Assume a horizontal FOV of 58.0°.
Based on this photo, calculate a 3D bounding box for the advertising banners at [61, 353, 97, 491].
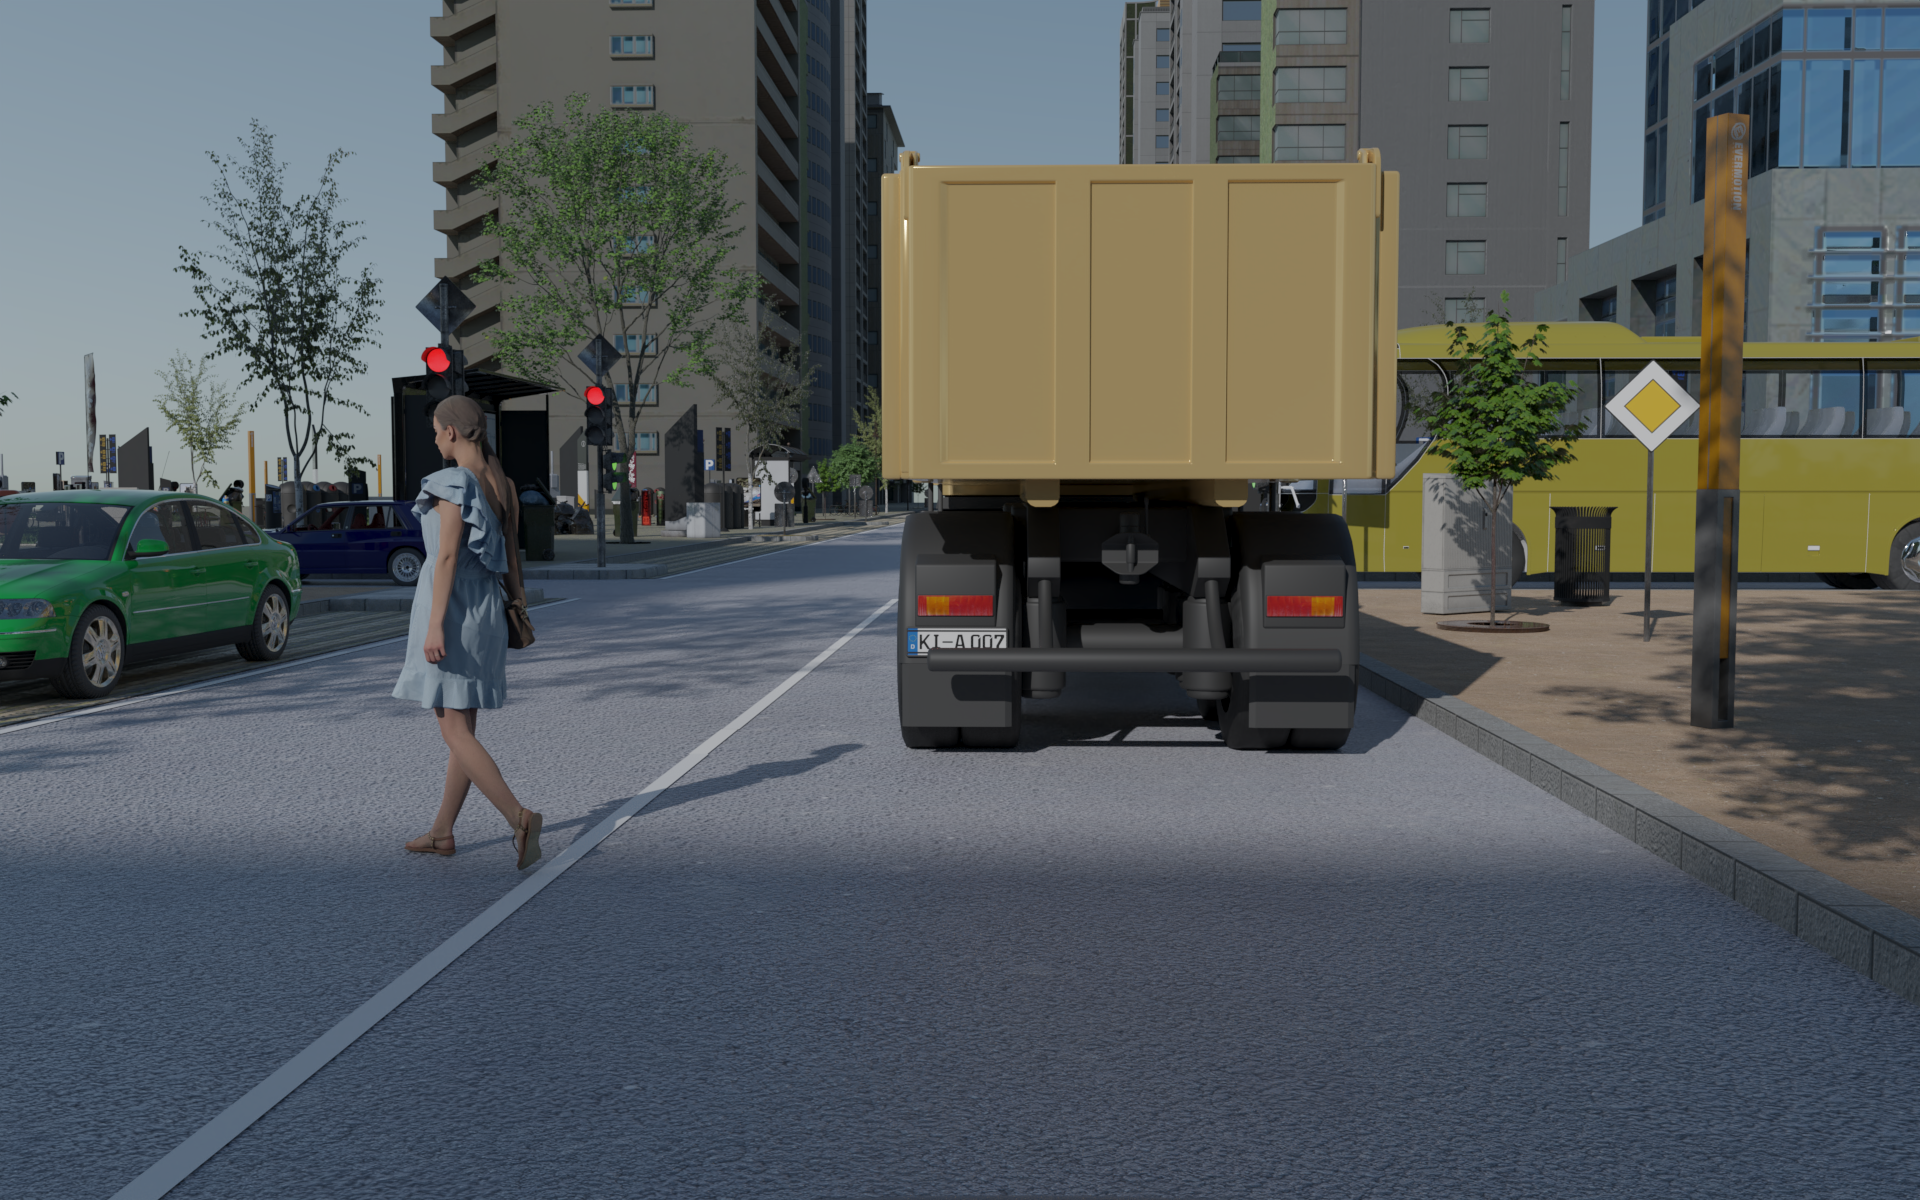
[{"bbox_3d":[-11.338,-1.597,22.302,0.090,3.025,2.074,-3,4,-37],"label":"advertising banners"}]

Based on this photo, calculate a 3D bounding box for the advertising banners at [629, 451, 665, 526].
[{"bbox_3d":[-12.669,-4.515,70.002,2.074,3.025,0.090,2,4,29],"label":"advertising banners"}]

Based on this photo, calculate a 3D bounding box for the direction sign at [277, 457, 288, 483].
[{"bbox_3d":[-41.459,-6.974,106.028,0.876,3.537,0.379,2,4,31],"label":"direction sign"}]

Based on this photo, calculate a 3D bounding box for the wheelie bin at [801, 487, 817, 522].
[{"bbox_3d":[-6.943,-4.370,79.357,0.693,1.594,0.980,-1,4,-15],"label":"wheelie bin"}]

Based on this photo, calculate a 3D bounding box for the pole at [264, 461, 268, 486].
[{"bbox_3d":[-42.477,-6.863,106.053,0.158,3.312,0.155,0,3,0],"label":"pole"}]

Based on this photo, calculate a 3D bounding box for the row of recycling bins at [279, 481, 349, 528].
[{"bbox_3d":[-20.702,-2.972,55.697,1.069,1.692,3.534,1,4,13],"label":"row of recycling bins"}]

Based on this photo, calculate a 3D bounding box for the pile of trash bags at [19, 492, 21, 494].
[{"bbox_3d":[-18.717,-1.660,36.895,3.447,1.369,1.912,-1,4,-13],"label":"pile of trash bags"}]

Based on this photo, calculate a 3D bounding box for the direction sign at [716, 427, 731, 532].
[{"bbox_3d":[-8.043,-4.095,58.954,0.379,3.537,0.876,2,4,26],"label":"direction sign"}]

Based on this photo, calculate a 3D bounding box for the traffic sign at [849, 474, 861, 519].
[{"bbox_3d":[-5.486,-5.405,90.494,0.606,2.300,0.079,1,4,9],"label":"traffic sign"}]

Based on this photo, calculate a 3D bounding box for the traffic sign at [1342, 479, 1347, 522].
[{"bbox_3d":[5.038,-1.258,22.706,0.606,2.300,0.079,1,4,12],"label":"traffic sign"}]

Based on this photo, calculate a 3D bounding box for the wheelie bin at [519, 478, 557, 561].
[{"bbox_3d":[-8.120,-1.557,33.365,0.693,1.594,0.980,-1,4,-13],"label":"wheelie bin"}]

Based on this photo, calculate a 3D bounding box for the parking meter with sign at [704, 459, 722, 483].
[{"bbox_3d":[-12.375,-5.598,87.784,0.543,3.016,1.738,1,4,13],"label":"parking meter with sign"}]

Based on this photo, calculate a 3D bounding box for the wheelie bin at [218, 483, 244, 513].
[{"bbox_3d":[-20.593,-2.511,48.957,0.693,1.594,0.980,-2,4,-23],"label":"wheelie bin"}]

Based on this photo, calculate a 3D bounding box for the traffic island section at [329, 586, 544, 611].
[{"bbox_3d":[-6.639,-0.011,22.457,2.009,0.180,2.903,0,4,2],"label":"traffic island section"}]

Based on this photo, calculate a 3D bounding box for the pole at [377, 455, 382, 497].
[{"bbox_3d":[-29.918,-5.840,89.327,0.158,3.312,0.155,0,3,0],"label":"pole"}]

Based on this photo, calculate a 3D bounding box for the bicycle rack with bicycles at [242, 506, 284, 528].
[{"bbox_3d":[-21.351,-2.334,51.538,2.852,0.926,2.925,-2,4,-31],"label":"bicycle rack with bicycles"}]

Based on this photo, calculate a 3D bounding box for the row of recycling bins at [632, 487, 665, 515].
[{"bbox_3d":[-18.647,-6.006,105.305,3.534,1.692,1.069,1,4,19],"label":"row of recycling bins"}]

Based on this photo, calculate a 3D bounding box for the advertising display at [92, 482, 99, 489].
[{"bbox_3d":[-45.991,-5.311,92.042,0.123,1.923,0.974,0,4,-6],"label":"advertising display"}]

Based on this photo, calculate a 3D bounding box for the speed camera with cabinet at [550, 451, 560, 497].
[{"bbox_3d":[-18.559,-5.267,80.453,0.660,3.252,2.038,2,4,32],"label":"speed camera with cabinet"}]

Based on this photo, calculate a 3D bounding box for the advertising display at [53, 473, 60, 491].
[{"bbox_3d":[-27.910,-2.956,53.541,0.123,1.923,0.974,-1,4,-23],"label":"advertising display"}]

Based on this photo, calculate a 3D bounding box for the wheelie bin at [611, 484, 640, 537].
[{"bbox_3d":[-10.032,-2.697,52.007,0.693,1.594,0.980,-3,5,-39],"label":"wheelie bin"}]

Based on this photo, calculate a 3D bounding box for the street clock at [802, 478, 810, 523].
[{"bbox_3d":[-6.801,-4.388,76.309,0.358,2.002,0.471,1,4,9],"label":"street clock"}]

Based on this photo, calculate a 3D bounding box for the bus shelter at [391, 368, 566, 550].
[{"bbox_3d":[-9.741,-2.708,35.553,1.731,3.624,6.357,0,4,2],"label":"bus shelter"}]

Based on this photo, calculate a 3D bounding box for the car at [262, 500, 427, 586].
[{"bbox_3d":[-9.833,-0.926,27.727,3.894,1.354,1.945,0,4,3],"label":"car"}]

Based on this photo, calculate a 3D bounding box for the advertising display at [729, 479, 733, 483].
[{"bbox_3d":[-9.577,-4.126,72.676,0.123,1.923,0.974,-1,4,-14],"label":"advertising display"}]

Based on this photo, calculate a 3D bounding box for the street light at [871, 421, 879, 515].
[{"bbox_3d":[-5.192,-8.216,107.118,0.468,5.910,1.993,0,4,2],"label":"street light"}]

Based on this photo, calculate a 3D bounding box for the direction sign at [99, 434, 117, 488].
[{"bbox_3d":[-32.277,-4.506,65.674,0.876,3.537,0.379,2,4,26],"label":"direction sign"}]

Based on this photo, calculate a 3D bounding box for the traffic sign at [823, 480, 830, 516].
[{"bbox_3d":[-7.925,-6.132,100.372,0.768,2.556,0.104,1,4,8],"label":"traffic sign"}]

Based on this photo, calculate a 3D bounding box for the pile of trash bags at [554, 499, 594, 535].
[{"bbox_3d":[-13.350,-2.732,54.417,3.447,1.369,1.912,-2,4,-32],"label":"pile of trash bags"}]

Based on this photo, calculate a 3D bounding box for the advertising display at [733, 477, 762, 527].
[{"bbox_3d":[-8.201,-3.795,67.264,0.974,1.923,0.123,0,4,2],"label":"advertising display"}]

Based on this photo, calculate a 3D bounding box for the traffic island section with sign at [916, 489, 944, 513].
[{"bbox_3d":[-2.305,-7.436,130.201,1.989,1.847,2.006,0,4,2],"label":"traffic island section with sign"}]

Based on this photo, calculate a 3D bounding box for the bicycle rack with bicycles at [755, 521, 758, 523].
[{"bbox_3d":[-10.127,-3.812,75.708,2.925,0.926,2.852,-2,4,-28],"label":"bicycle rack with bicycles"}]

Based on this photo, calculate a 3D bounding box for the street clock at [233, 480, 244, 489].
[{"bbox_3d":[-36.193,-5.039,86.952,0.471,2.002,0.358,1,4,11],"label":"street clock"}]

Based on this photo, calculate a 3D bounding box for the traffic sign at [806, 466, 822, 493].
[{"bbox_3d":[-6.800,-4.902,80.147,0.884,2.594,0.081,1,4,11],"label":"traffic sign"}]

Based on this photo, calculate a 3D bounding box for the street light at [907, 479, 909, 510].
[{"bbox_3d":[-4.103,-9.994,136.194,0.468,5.910,1.993,0,4,2],"label":"street light"}]

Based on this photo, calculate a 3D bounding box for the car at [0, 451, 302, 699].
[{"bbox_3d":[-6.800,-0.287,13.486,1.959,1.807,4.718,0,4,2],"label":"car"}]

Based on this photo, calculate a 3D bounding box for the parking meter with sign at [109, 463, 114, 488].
[{"bbox_3d":[-47.927,-6.197,97.578,0.543,3.016,1.738,-1,4,-18],"label":"parking meter with sign"}]

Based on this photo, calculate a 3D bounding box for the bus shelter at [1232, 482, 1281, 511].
[{"bbox_3d":[6.557,-2.801,37.083,1.731,3.624,6.357,0,4,2],"label":"bus shelter"}]

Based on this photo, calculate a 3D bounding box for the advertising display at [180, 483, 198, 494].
[{"bbox_3d":[-45.363,-5.914,101.901,0.974,1.923,0.123,-1,4,-13],"label":"advertising display"}]

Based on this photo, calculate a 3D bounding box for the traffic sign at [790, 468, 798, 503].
[{"bbox_3d":[-8.204,-5.110,83.647,0.768,2.556,0.104,0,4,8],"label":"traffic sign"}]

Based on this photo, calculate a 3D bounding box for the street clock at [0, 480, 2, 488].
[{"bbox_3d":[-45.941,-4.773,82.603,0.471,2.002,0.358,0,4,4],"label":"street clock"}]

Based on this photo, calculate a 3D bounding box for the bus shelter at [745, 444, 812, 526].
[{"bbox_3d":[-7.519,-4.790,72.237,2.014,3.302,5.546,0,4,2],"label":"bus shelter"}]

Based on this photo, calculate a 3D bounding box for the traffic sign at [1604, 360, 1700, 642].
[{"bbox_3d":[5.959,-0.843,14.972,0.795,2.450,0.064,1,4,10],"label":"traffic sign"}]

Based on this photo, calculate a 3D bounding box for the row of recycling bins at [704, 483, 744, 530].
[{"bbox_3d":[-8.646,-3.444,63.428,1.069,1.692,3.534,1,4,8],"label":"row of recycling bins"}]

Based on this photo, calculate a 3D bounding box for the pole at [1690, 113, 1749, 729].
[{"bbox_3d":[4.143,-0.954,9.443,0.158,3.312,0.155,0,3,0],"label":"pole"}]

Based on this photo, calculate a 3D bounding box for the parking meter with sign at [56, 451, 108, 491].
[{"bbox_3d":[-36.040,-4.574,71.047,1.738,3.016,0.543,0,4,-1],"label":"parking meter with sign"}]

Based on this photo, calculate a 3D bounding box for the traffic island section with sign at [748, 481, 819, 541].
[{"bbox_3d":[-5.395,-2.728,53.234,1.989,1.847,2.006,0,4,2],"label":"traffic island section with sign"}]

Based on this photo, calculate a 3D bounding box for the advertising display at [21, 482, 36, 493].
[{"bbox_3d":[-48.547,-5.203,90.286,0.123,1.923,0.974,0,4,7],"label":"advertising display"}]

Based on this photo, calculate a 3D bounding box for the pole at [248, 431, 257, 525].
[{"bbox_3d":[-22.852,-3.796,55.907,0.158,3.312,0.155,0,3,0],"label":"pole"}]

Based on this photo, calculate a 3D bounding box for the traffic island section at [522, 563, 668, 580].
[{"bbox_3d":[-6.317,-0.499,30.435,2.009,0.180,2.903,0,4,2],"label":"traffic island section"}]

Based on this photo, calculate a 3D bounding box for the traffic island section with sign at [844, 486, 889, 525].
[{"bbox_3d":[-4.319,-4.376,80.168,1.989,1.847,2.006,0,4,2],"label":"traffic island section with sign"}]

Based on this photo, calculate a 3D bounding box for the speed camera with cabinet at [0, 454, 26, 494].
[{"bbox_3d":[-47.087,-5.587,85.679,0.660,3.252,2.038,0,4,6],"label":"speed camera with cabinet"}]

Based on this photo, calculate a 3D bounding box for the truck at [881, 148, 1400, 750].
[{"bbox_3d":[1.021,-1.065,13.345,3.469,3.379,9.791,0,4,2],"label":"truck"}]

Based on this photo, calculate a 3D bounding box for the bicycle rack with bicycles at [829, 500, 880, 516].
[{"bbox_3d":[-6.627,-5.525,103.719,2.925,0.926,2.852,2,4,29],"label":"bicycle rack with bicycles"}]
